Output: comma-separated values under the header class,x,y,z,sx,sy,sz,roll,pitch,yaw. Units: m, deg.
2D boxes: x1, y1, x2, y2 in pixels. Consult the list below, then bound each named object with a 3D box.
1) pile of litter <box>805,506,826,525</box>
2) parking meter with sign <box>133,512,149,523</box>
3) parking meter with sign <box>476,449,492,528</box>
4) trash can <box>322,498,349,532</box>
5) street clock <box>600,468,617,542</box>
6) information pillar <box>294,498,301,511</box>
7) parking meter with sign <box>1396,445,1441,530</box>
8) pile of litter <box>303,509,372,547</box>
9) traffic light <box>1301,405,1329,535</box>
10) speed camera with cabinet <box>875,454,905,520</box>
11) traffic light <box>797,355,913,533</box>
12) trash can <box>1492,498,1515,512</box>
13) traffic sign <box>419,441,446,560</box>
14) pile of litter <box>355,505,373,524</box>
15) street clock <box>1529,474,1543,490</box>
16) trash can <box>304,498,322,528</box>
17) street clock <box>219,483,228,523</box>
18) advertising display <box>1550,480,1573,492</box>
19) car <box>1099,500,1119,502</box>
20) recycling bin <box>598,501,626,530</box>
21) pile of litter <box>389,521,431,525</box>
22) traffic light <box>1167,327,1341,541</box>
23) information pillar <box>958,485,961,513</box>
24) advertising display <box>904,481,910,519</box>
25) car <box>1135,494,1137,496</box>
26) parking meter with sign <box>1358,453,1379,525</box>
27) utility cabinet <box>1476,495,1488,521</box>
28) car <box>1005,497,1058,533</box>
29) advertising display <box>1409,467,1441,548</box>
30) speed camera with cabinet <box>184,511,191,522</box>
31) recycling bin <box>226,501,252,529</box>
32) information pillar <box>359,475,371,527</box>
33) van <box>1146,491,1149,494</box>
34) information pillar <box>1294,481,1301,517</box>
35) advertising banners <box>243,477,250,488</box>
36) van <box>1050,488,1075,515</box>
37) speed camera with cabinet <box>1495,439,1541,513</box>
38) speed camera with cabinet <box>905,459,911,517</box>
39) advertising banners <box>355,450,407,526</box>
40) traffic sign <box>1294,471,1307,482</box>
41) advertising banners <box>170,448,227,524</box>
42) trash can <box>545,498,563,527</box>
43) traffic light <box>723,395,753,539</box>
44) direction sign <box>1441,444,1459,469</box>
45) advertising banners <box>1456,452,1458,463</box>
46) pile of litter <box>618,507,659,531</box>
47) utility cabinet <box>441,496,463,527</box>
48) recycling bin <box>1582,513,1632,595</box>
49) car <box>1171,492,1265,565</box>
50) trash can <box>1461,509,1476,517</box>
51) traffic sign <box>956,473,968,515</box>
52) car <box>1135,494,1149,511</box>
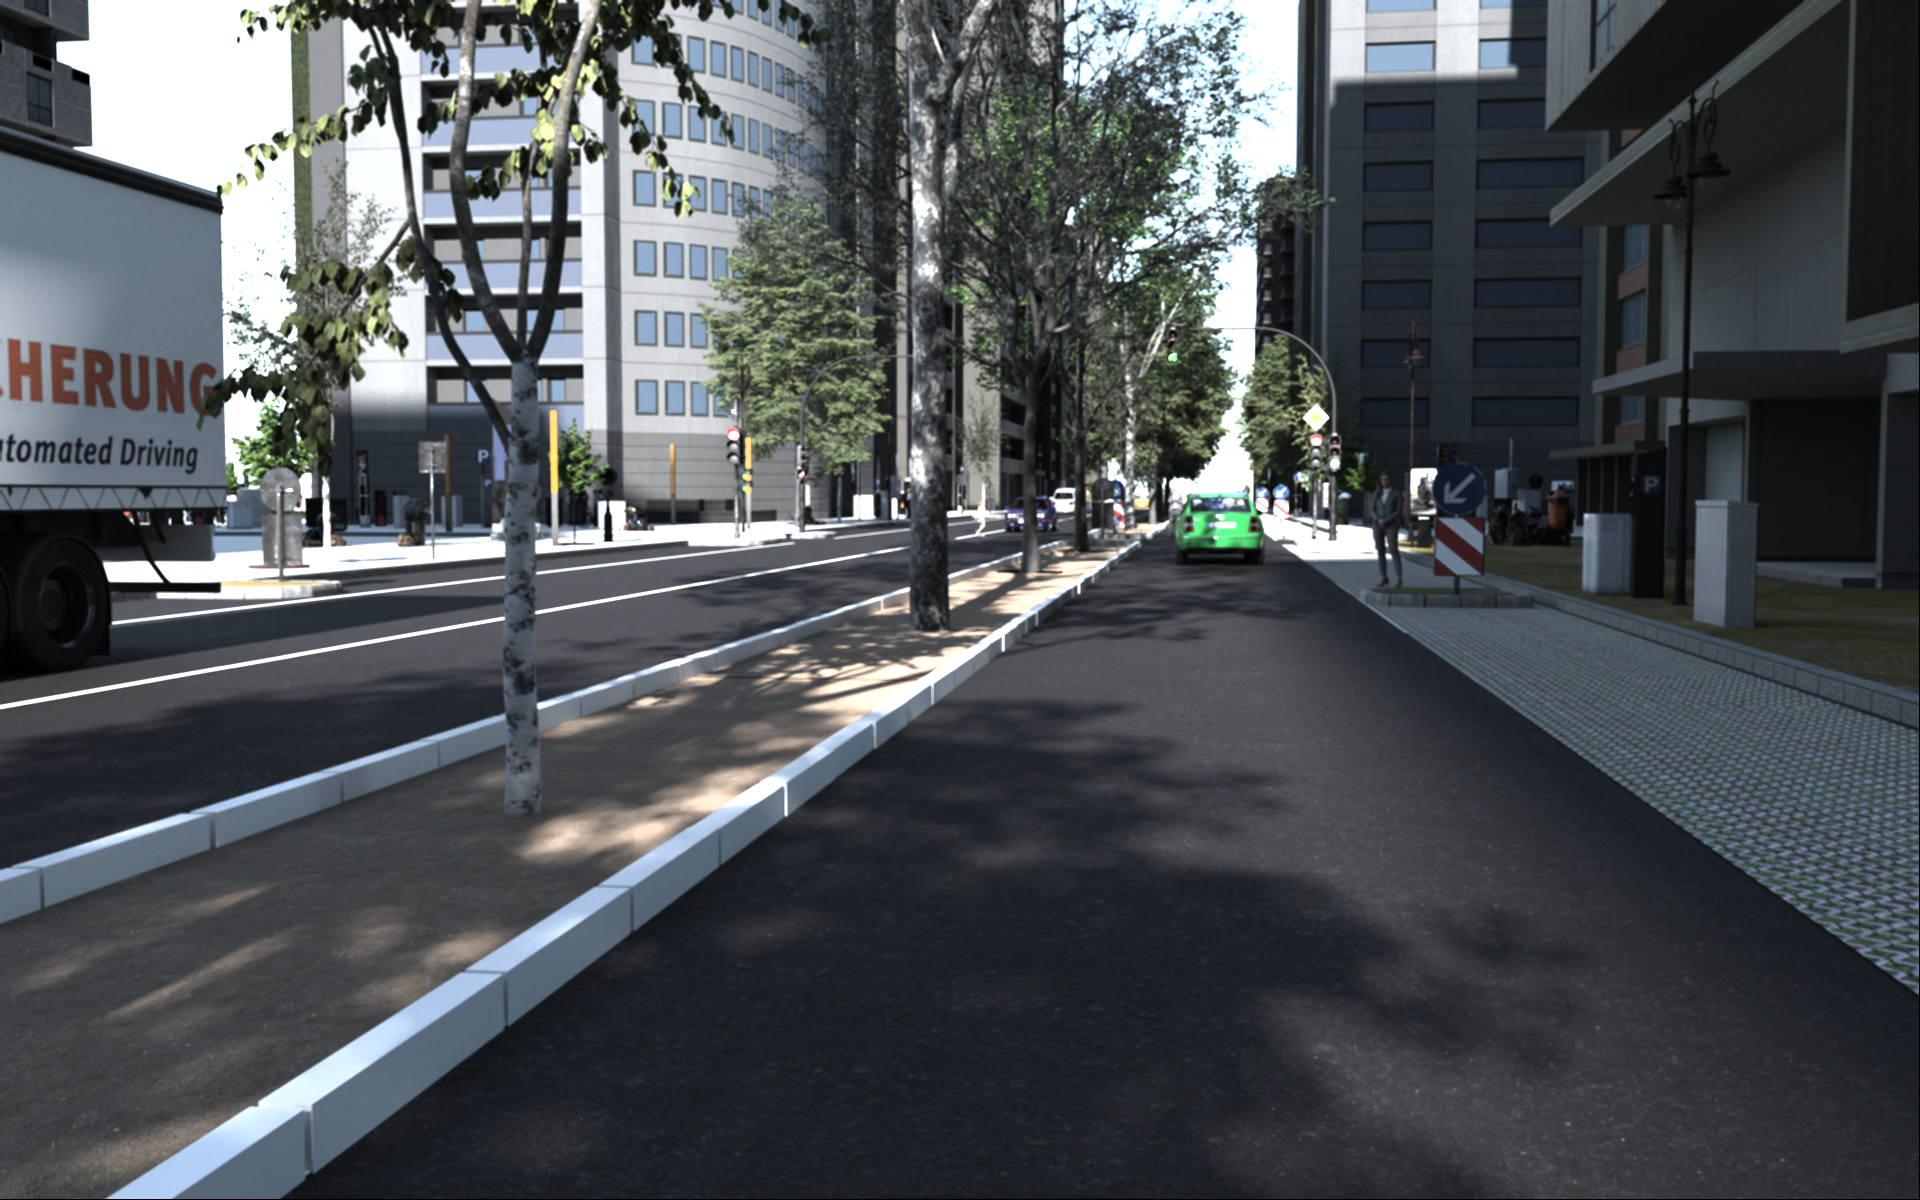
class,x,y,z,sx,sy,sz,roll,pitch,yaw
pile of litter,-6.238,-3.594,72.720,1.176,0.858,1.719,-1,4,-17
parking meter with sign,-35.968,-4.929,76.845,0.543,3.016,1.738,1,4,16
parking meter with sign,-18.228,-4.305,66.652,0.543,3.016,1.738,-1,4,-22
trash can,-21.319,-2.915,59.319,0.748,1.137,0.748,0,3,0
street clock,-9.483,-2.574,46.657,0.471,2.002,0.358,1,4,9
information pillar,-38.942,-5.947,101.733,0.304,2.012,0.304,-3,5,-43
parking meter with sign,16.197,-4.002,61.689,1.738,3.016,0.543,1,4,12
pile of litter,-15.573,-1.739,42.395,1.719,0.858,1.176,1,4,15
traffic light,11.238,-4.033,54.853,0.839,4.253,0.868,1,4,8
speed camera with cabinet,-3.590,-5.607,86.013,0.660,3.252,2.038,-2,4,-25
traffic light,-3.124,-5.032,56.935,4.771,5.953,1.251,1,4,8
trash can,19.071,-3.007,60.812,0.748,1.137,0.748,0,3,0
traffic sign,-10.271,-1.933,33.730,0.606,2.300,0.079,1,4,18
pile of litter,-25.454,-3.606,72.917,1.176,0.858,1.719,3,4,39
street clock,21.272,-3.637,64.028,0.358,2.002,0.471,-2,4,-34
trash can,-24.529,-3.309,65.750,0.748,1.137,0.748,0,3,0
street clock,-32.682,-4.410,76.666,0.471,2.002,0.358,-3,4,-39
advertising display,27.148,-4.461,78.157,0.974,1.923,0.123,2,4,33
car,15.400,-10.170,178.634,2.083,1.381,4.827,1,4,10
recycling bin,-12.429,-3.014,61.832,0.722,1.027,0.722,3,4,37
pile of litter,-23.089,-3.579,72.484,1.719,0.858,1.176,0,4,-5
traffic light,8.015,-4.430,47.106,4.771,5.953,1.251,1,4,8
information pillar,0.034,-6.880,116.980,0.304,2.012,0.304,1,4,12
advertising display,-2.581,-5.070,88.112,0.123,1.923,0.974,2,4,24
car,20.382,-12.048,205.785,1.959,1.807,4.718,1,4,9
parking meter with sign,17.452,-4.719,73.412,0.543,3.016,1.738,3,4,37
utility cabinet,25.215,-4.438,83.729,0.306,1.237,1.020,2,4,31
car,2.723,-3.254,65.789,1.945,1.354,3.894,1,4,9
advertising display,10.998,-2.187,40.968,0.123,1.923,0.974,-2,4,-27
speed camera with cabinet,-35.703,-5.296,80.926,0.660,3.252,2.038,0,4,1
recycling bin,-26.620,-3.144,63.951,0.722,1.027,0.722,-3,5,-40
information pillar,-22.914,-3.803,66.669,0.304,2.012,0.304,0,4,7
van,22.675,-12.116,205.102,2.013,2.044,4.112,0,4,7
information pillar,18.661,-5.578,95.698,0.304,2.012,0.304,-1,4,-15
advertising banners,-53.935,-8.356,132.810,2.074,3.025,0.090,-2,4,-32
van,7.258,-6.900,119.819,2.013,2.044,4.112,1,4,9
speed camera with cabinet,20.121,-4.167,62.462,2.038,3.252,0.660,-3,4,-38
speed camera with cabinet,-3.059,-6.254,96.584,0.660,3.252,2.038,3,4,38
advertising banners,-23.091,-4.458,69.072,2.074,3.025,0.090,-3,5,-41
traffic sign,18.956,-5.888,96.369,0.768,2.556,0.104,1,4,12
advertising banners,-28.519,-4.196,64.798,2.074,3.025,0.090,-1,4,-22
trash can,-15.745,-3.397,67.189,0.748,1.137,0.748,0,3,0
traffic light,-6.346,-3.693,49.295,0.839,4.253,0.868,1,4,8
direction sign,22.283,-5.313,78.858,0.379,3.537,0.876,-3,5,-41
advertising banners,20.628,-4.651,72.229,0.090,3.025,2.074,1,4,11
pile of litter,-11.262,-2.813,59.961,1.719,0.858,1.176,2,4,31
utility cabinet,-19.932,-3.472,67.922,1.020,1.237,0.306,3,5,39
recycling bin,8.459,-0.595,22.285,0.722,1.027,0.722,0,4,8
car,5.449,-1.703,36.644,1.959,1.807,4.718,0,4,6
trash can,16.880,-2.819,57.747,0.748,1.137,0.748,0,3,0
traffic sign,0.107,-6.482,106.080,0.768,2.556,0.104,1,4,15
car,15.748,-8.490,149.037,2.015,1.641,3.980,1,4,10
